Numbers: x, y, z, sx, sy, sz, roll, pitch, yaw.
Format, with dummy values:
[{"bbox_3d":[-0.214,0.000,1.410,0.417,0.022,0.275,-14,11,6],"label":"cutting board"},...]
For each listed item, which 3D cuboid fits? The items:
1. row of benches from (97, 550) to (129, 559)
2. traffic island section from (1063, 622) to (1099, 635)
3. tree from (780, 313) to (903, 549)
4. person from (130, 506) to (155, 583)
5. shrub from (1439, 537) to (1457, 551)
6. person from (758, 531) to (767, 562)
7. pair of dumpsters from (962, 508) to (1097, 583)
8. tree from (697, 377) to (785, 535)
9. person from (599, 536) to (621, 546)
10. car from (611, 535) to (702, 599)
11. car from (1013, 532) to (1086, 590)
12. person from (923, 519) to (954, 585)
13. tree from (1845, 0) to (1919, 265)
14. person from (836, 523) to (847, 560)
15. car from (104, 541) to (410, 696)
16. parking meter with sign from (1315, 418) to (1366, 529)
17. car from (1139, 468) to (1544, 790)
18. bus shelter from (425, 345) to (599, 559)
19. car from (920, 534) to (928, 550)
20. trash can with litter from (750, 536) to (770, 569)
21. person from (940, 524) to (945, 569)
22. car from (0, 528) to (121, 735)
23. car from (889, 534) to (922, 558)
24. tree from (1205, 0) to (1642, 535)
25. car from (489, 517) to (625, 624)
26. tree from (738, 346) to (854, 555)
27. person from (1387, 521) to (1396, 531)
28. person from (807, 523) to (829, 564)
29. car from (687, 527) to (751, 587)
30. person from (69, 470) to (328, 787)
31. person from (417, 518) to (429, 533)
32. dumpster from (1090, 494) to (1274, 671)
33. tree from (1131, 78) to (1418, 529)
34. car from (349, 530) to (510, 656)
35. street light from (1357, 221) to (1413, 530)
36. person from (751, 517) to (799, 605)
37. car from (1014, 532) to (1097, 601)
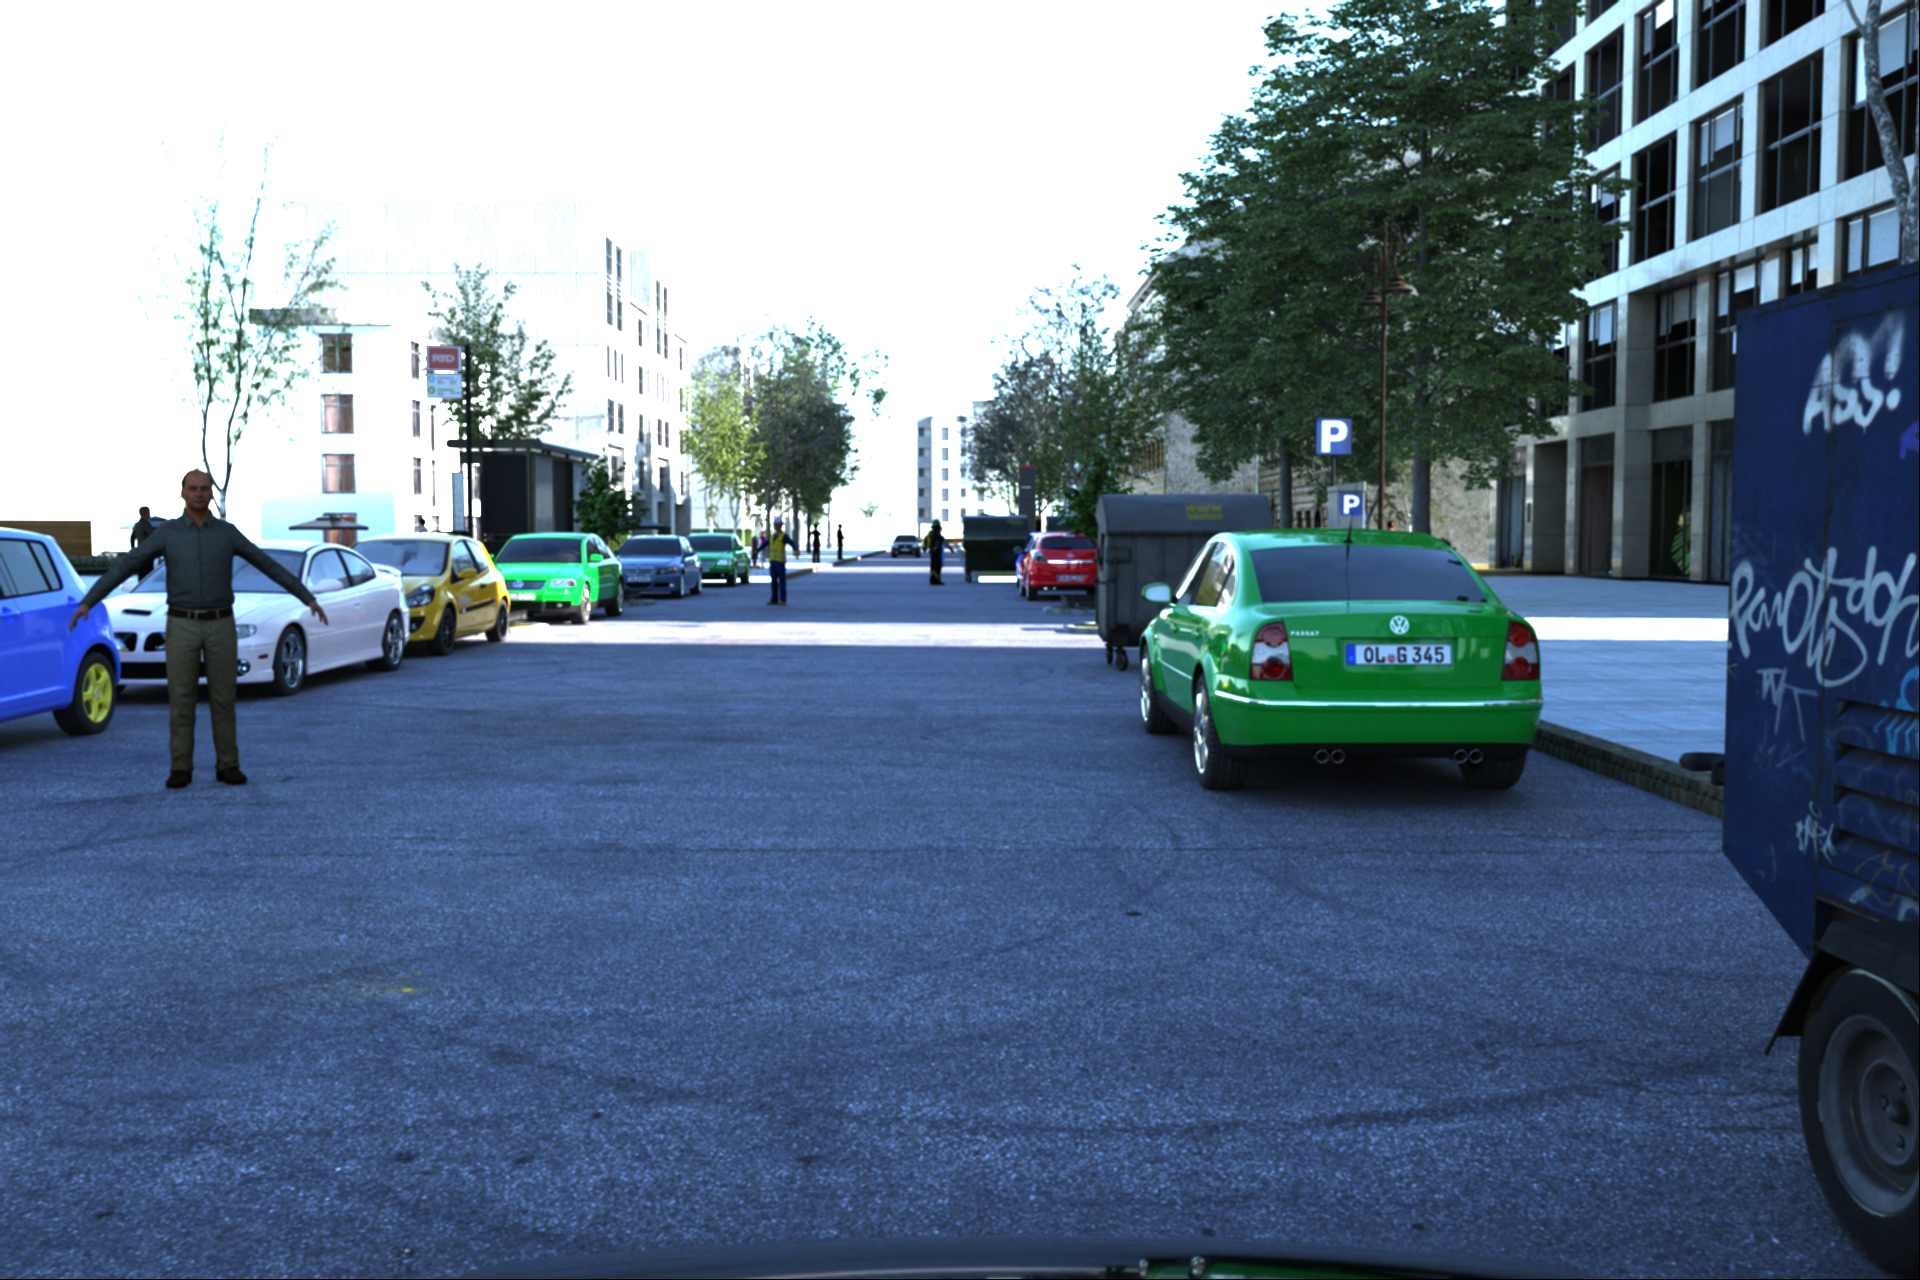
[{"bbox_3d":[-32.148,-3.090,65.987,1.422,0.672,4.104,-3,4,-36],"label":"row of benches"},{"bbox_3d":[2.545,-0.166,25.575,1.991,0.108,1.994,0,4,-1],"label":"traffic island section"},{"bbox_3d":[-10.948,-17.811,147.092,12.611,20.169,13.585,0,3,0],"label":"tree"},{"bbox_3d":[-15.100,-1.590,32.172,1.348,1.807,0.705,3,4,37],"label":"person"},{"bbox_3d":[16.148,-2.867,57.993,1.383,1.207,1.383,0,3,0],"label":"shrub"},{"bbox_3d":[-9.036,-4.322,79.926,0.599,1.433,0.991,2,4,31],"label":"person"},{"bbox_3d":[2.266,-2.850,51.542,4.436,2.255,1.574,0,4,-1],"label":"pair of dumpsters"},{"bbox_3d":[-10.452,-7.994,81.068,4.737,8.622,4.395,0,3,0],"label":"tree"},{"bbox_3d":[-11.214,-2.961,54.537,0.705,1.813,1.348,2,4,29],"label":"person"},{"bbox_3d":[-7.028,-1.707,39.918,2.014,1.417,4.499,0,4,0],"label":"car"},{"bbox_3d":[2.383,-2.205,45.638,1.945,1.707,3.694,0,4,-2],"label":"car"},{"bbox_3d":[-0.657,-2.483,48.841,0.705,1.856,1.354,-3,4,-38],"label":"person"},{"bbox_3d":[10.014,-9.718,14.784,12.611,20.169,13.585,0,3,0],"label":"tree"},{"bbox_3d":[-5.924,-4.883,86.021,0.705,1.806,1.347,-1,4,-21],"label":"person"},{"bbox_3d":[-6.826,-0.271,16.795,2.083,1.381,4.827,0,3,0],"label":"car"},{"bbox_3d":[5.629,-1.780,25.363,0.543,3.016,1.738,0,3,0],"label":"parking meter with sign"},{"bbox_3d":[2.216,-0.140,11.078,1.959,1.807,4.718,0,4,-1],"label":"car"},{"bbox_3d":[-10.232,-3.783,39.477,2.179,5.291,8.768,0,3,0],"label":"bus shelter"},{"bbox_3d":[-2.539,-8.817,154.380,2.015,1.641,3.980,0,4,0],"label":"car"},{"bbox_3d":[-7.522,-3.279,64.670,1.678,1.210,2.233,0,4,-1],"label":"trash can with litter"},{"bbox_3d":[-0.806,-3.816,70.708,0.705,1.847,1.347,1,4,15],"label":"person"},{"bbox_3d":[-6.990,-0.093,11.104,1.945,1.707,3.694,0,4,-1],"label":"car"},{"bbox_3d":[-3.293,-5.876,105.852,2.009,1.686,4.222,0,3,0],"label":"car"},{"bbox_3d":[8.421,-6.954,31.824,7.486,12.596,7.792,0,3,0],"label":"tree"},{"bbox_3d":[-6.800,-1.227,28.865,1.959,1.807,4.718,0,4,0],"label":"car"},{"bbox_3d":[-10.081,-11.415,104.760,7.486,12.596,7.792,0,3,0],"label":"tree"},{"bbox_3d":[18.065,-4.058,72.492,1.345,1.843,0.704,-2,4,-25],"label":"person"},{"bbox_3d":[-6.171,-4.178,75.029,1.216,1.740,0.721,3,4,38],"label":"person"},{"bbox_3d":[-6.959,-2.428,48.488,1.959,1.807,4.718,0,4,0],"label":"car"},{"bbox_3d":[-4.337,-0.072,9.902,1.348,1.796,0.705,-2,4,-28],"label":"person"},{"bbox_3d":[-17.954,-3.158,57.818,0.705,1.806,1.347,1,4,11],"label":"person"},{"bbox_3d":[2.379,-0.637,18.632,1.865,1.857,1.264,0,4,-2],"label":"dumpster"},{"bbox_3d":[7.930,-7.706,44.128,7.486,12.596,7.792,0,3,0],"label":"tree"},{"bbox_3d":[-6.884,-0.696,21.611,2.015,1.641,3.980,0,4,-1],"label":"car"},{"bbox_3d":[6.345,-3.256,26.021,0.468,5.910,1.993,0,4,-1],"label":"street light"},{"bbox_3d":[-3.731,-1.597,35.026,1.216,1.772,0.721,2,4,34],"label":"person"},{"bbox_3d":[2.299,-1.819,38.778,2.155,1.783,4.494,0,4,-1],"label":"car"}]
